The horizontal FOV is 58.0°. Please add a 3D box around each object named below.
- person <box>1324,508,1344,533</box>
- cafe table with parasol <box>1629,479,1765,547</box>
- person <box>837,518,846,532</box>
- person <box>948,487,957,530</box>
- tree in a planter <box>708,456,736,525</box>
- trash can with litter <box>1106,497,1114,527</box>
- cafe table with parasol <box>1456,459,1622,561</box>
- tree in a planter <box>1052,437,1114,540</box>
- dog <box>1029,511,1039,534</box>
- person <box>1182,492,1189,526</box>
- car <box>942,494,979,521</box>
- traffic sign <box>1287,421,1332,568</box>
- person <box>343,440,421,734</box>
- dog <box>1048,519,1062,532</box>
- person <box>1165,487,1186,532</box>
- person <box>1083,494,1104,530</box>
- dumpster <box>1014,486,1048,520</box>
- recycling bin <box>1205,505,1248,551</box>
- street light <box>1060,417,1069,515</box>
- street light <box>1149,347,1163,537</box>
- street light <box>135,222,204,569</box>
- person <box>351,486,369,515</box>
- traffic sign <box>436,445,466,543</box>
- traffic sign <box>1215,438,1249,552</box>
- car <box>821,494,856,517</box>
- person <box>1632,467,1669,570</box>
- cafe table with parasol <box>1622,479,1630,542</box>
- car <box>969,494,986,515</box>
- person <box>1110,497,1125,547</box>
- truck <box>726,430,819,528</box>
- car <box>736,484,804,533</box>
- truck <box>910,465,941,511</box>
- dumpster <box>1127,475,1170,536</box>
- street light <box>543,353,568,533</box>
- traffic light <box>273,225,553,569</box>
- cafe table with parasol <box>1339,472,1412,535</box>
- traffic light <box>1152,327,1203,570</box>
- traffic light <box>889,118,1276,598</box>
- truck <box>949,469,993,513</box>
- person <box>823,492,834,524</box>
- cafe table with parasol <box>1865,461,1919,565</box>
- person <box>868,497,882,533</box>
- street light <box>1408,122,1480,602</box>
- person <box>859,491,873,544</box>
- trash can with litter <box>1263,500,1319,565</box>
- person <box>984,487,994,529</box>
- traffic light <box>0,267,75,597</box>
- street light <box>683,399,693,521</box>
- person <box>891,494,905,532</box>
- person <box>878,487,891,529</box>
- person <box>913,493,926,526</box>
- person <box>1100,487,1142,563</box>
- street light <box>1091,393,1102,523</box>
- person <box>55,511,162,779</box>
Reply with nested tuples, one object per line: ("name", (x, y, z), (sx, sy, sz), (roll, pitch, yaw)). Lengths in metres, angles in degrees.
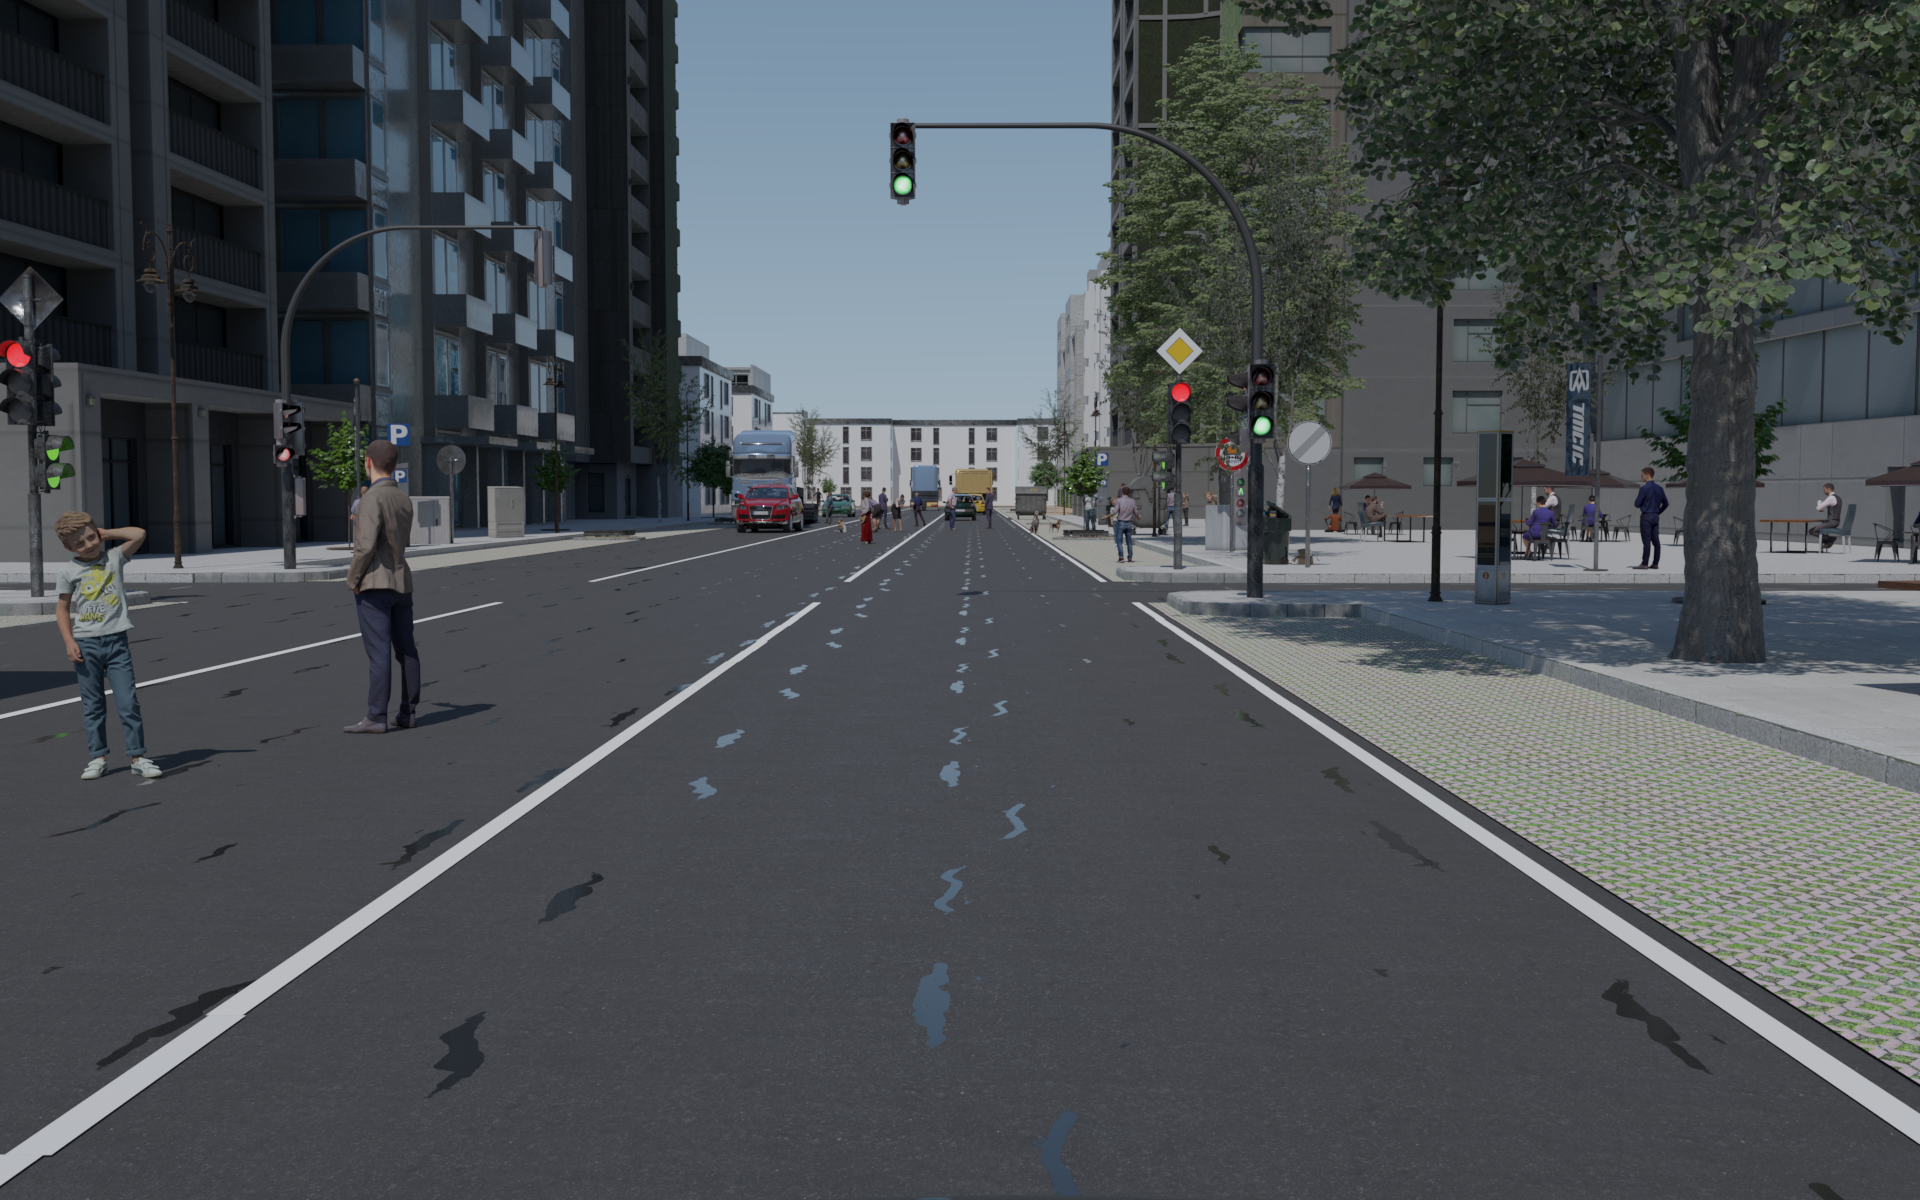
("person", (12.534, -2.667, 57.930), (0.859, 0.850, 0.655), (1, 4, 16))
("cafe table with parasol", (18.339, -2.281, 42.167), (2.610, 1.966, 2.610), (-1, 4, -22))
("person", (-4.430, -2.807, 64.869), (0.357, 0.543, 0.381), (0, 4, -3))
("person", (-0.242, -3.631, 68.801), (0.436, 1.711, 0.756), (1, 4, 20))
("tree in a planter", (-10.738, -5.147, 81.376), (1.991, 3.239, 1.994), (0, 4, 0))
("trash can with litter", (6.167, -3.400, 66.982), (1.055, 1.170, 0.624), (3, 4, 39))
("cafe table with parasol", (10.957, -1.768, 33.772), (2.610, 1.966, 2.610), (-3, 5, -41))
("tree in a planter", (3.903, -3.487, 54.242), (1.991, 3.239, 1.994), (0, 4, 0))
("dog", (2.778, -2.812, 62.808), (0.513, 0.831, 0.800), (2, 4, 24))
("person", (9.025, -3.630, 69.307), (0.435, 1.345, 0.340), (3, 5, 44))
("car", (0.033, -5.188, 94.611), (2.009, 1.686, 4.222), (0, 4, 1))
("traffic sign", (6.063, -1.837, 30.145), (0.768, 2.556, 0.104), (0, 4, 1))
("person", (-3.631, -0.094, 10.568), (0.750, 1.759, 0.617), (2, 4, 30))
("dog", (3.526, -2.753, 64.302), (0.540, 0.507, 0.406), (0, 4, 5))
("person", (7.129, -3.077, 58.312), (0.963, 1.587, 0.435), (0, 4, 7))
("person", (4.253, -2.881, 56.324), (0.376, 1.734, 0.841), (-3, 5, -41))
("dumpster", (3.949, -5.394, 96.413), (1.865, 1.857, 1.264), (0, 4, 2))
("recycling bin", (6.097, -1.653, 39.589), (0.722, 1.027, 0.722), (-2, 4, -31))
("street light", (6.276, -8.033, 104.126), (0.468, 5.910, 1.993), (0, 4, 0))
("street light", (5.849, -4.841, 51.934), (0.468, 5.910, 1.993), (0, 4, 0))
("street light", (-13.486, -3.481, 29.702), (0.468, 5.910, 1.993), (0, 4, 0))
("person", (-11.054, -1.321, 32.155), (0.516, 1.574, 0.319), (0, 4, -1))
("traffic sign", (-13.193, -2.740, 44.906), (0.768, 2.556, 0.104), (0, 4, 2))
("traffic sign", (6.034, -2.344, 38.437), (0.768, 2.556, 0.104), (0, 4, 6))
("car", (-7.549, -5.893, 108.146), (2.131, 1.459, 4.920), (0, 4, 1))
("person", (11.718, -1.395, 29.551), (0.576, 1.737, 0.504), (-3, 4, -37))
("cafe table with parasol", (17.046, -2.546, 46.496), (2.610, 1.966, 2.610), (0, 4, 0))
("car", (0.951, -6.717, 120.041), (2.015, 1.641, 3.980), (0, 4, 1))
("person", (4.250, -2.093, 46.634), (0.435, 1.345, 0.340), (1, 4, 11))
("truck", (-8.228, -5.452, 78.907), (2.967, 4.110, 18.799), (0, 4, -1))
("car", (-7.174, -3.488, 65.705), (2.281, 1.827, 5.304), (0, 4, 2))
("truck", (-3.201, -10.209, 156.670), (2.967, 4.110, 18.799), (0, 4, -1))
("dumpster", (5.869, -2.961, 54.166), (1.264, 1.857, 1.865), (0, 4, 0))
("street light", (-13.239, -5.137, 56.772), (0.468, 5.910, 1.993), (0, 4, 0))
("traffic light", (-9.324, -3.351, 29.463), (4.771, 5.953, 1.251), (0, 4, 0))
("cafe table with parasol", (13.028, -3.033, 54.455), (2.610, 1.966, 2.610), (-2, 4, -32))
("traffic light", (3.684, -2.473, 29.348), (0.839, 4.253, 0.868), (0, 4, 0))
("traffic light", (1.533, -2.848, 21.237), (4.771, 5.953, 1.251), (0, 4, 0))
("truck", (0.969, -8.298, 131.601), (3.469, 3.379, 9.791), (0, 4, -2))
("person", (-6.161, -4.331, 81.524), (0.429, 1.552, 0.499), (2, 4, 35))
("cafe table with parasol", (17.877, -1.653, 31.894), (2.610, 1.966, 2.610), (0, 4, 3))
("person", (-3.259, -3.233, 64.594), (0.697, 1.427, 0.421), (1, 4, 19))
("street light", (5.677, -2.919, 20.509), (0.468, 5.910, 1.993), (0, 4, 0))
("person", (-2.698, -2.374, 49.790), (0.387, 1.526, 0.523), (0, 4, -3))
("trash can with litter", (5.995, -1.233, 31.554), (1.055, 1.170, 0.624), (0, 4, 4))
("person", (1.197, -3.797, 71.497), (0.530, 1.710, 0.541), (3, 5, 43))
("traffic light", (-11.476, -1.990, 21.458), (0.839, 4.253, 0.868), (0, 4, 0))
("street light", (-13.033, -6.733, 82.868), (0.468, 5.910, 1.993), (0, 4, 0))
("person", (-2.319, -3.310, 65.807), (0.799, 1.438, 0.628), (2, 4, 32))
("person", (-3.087, -3.702, 69.948), (0.530, 1.710, 0.541), (-2, 4, -26))
("person", (-1.860, -4.043, 77.289), (0.574, 1.496, 0.600), (-1, 4, -14))
("person", (3.406, -1.552, 35.837), (0.963, 1.587, 0.435), (-2, 4, -25))
("street light", (6.108, -6.437, 78.030), (0.468, 5.910, 1.993), (0, 4, 0))
("person", (-4.303, 0.224, 8.744), (0.435, 1.345, 0.340), (-2, 4, -34))
